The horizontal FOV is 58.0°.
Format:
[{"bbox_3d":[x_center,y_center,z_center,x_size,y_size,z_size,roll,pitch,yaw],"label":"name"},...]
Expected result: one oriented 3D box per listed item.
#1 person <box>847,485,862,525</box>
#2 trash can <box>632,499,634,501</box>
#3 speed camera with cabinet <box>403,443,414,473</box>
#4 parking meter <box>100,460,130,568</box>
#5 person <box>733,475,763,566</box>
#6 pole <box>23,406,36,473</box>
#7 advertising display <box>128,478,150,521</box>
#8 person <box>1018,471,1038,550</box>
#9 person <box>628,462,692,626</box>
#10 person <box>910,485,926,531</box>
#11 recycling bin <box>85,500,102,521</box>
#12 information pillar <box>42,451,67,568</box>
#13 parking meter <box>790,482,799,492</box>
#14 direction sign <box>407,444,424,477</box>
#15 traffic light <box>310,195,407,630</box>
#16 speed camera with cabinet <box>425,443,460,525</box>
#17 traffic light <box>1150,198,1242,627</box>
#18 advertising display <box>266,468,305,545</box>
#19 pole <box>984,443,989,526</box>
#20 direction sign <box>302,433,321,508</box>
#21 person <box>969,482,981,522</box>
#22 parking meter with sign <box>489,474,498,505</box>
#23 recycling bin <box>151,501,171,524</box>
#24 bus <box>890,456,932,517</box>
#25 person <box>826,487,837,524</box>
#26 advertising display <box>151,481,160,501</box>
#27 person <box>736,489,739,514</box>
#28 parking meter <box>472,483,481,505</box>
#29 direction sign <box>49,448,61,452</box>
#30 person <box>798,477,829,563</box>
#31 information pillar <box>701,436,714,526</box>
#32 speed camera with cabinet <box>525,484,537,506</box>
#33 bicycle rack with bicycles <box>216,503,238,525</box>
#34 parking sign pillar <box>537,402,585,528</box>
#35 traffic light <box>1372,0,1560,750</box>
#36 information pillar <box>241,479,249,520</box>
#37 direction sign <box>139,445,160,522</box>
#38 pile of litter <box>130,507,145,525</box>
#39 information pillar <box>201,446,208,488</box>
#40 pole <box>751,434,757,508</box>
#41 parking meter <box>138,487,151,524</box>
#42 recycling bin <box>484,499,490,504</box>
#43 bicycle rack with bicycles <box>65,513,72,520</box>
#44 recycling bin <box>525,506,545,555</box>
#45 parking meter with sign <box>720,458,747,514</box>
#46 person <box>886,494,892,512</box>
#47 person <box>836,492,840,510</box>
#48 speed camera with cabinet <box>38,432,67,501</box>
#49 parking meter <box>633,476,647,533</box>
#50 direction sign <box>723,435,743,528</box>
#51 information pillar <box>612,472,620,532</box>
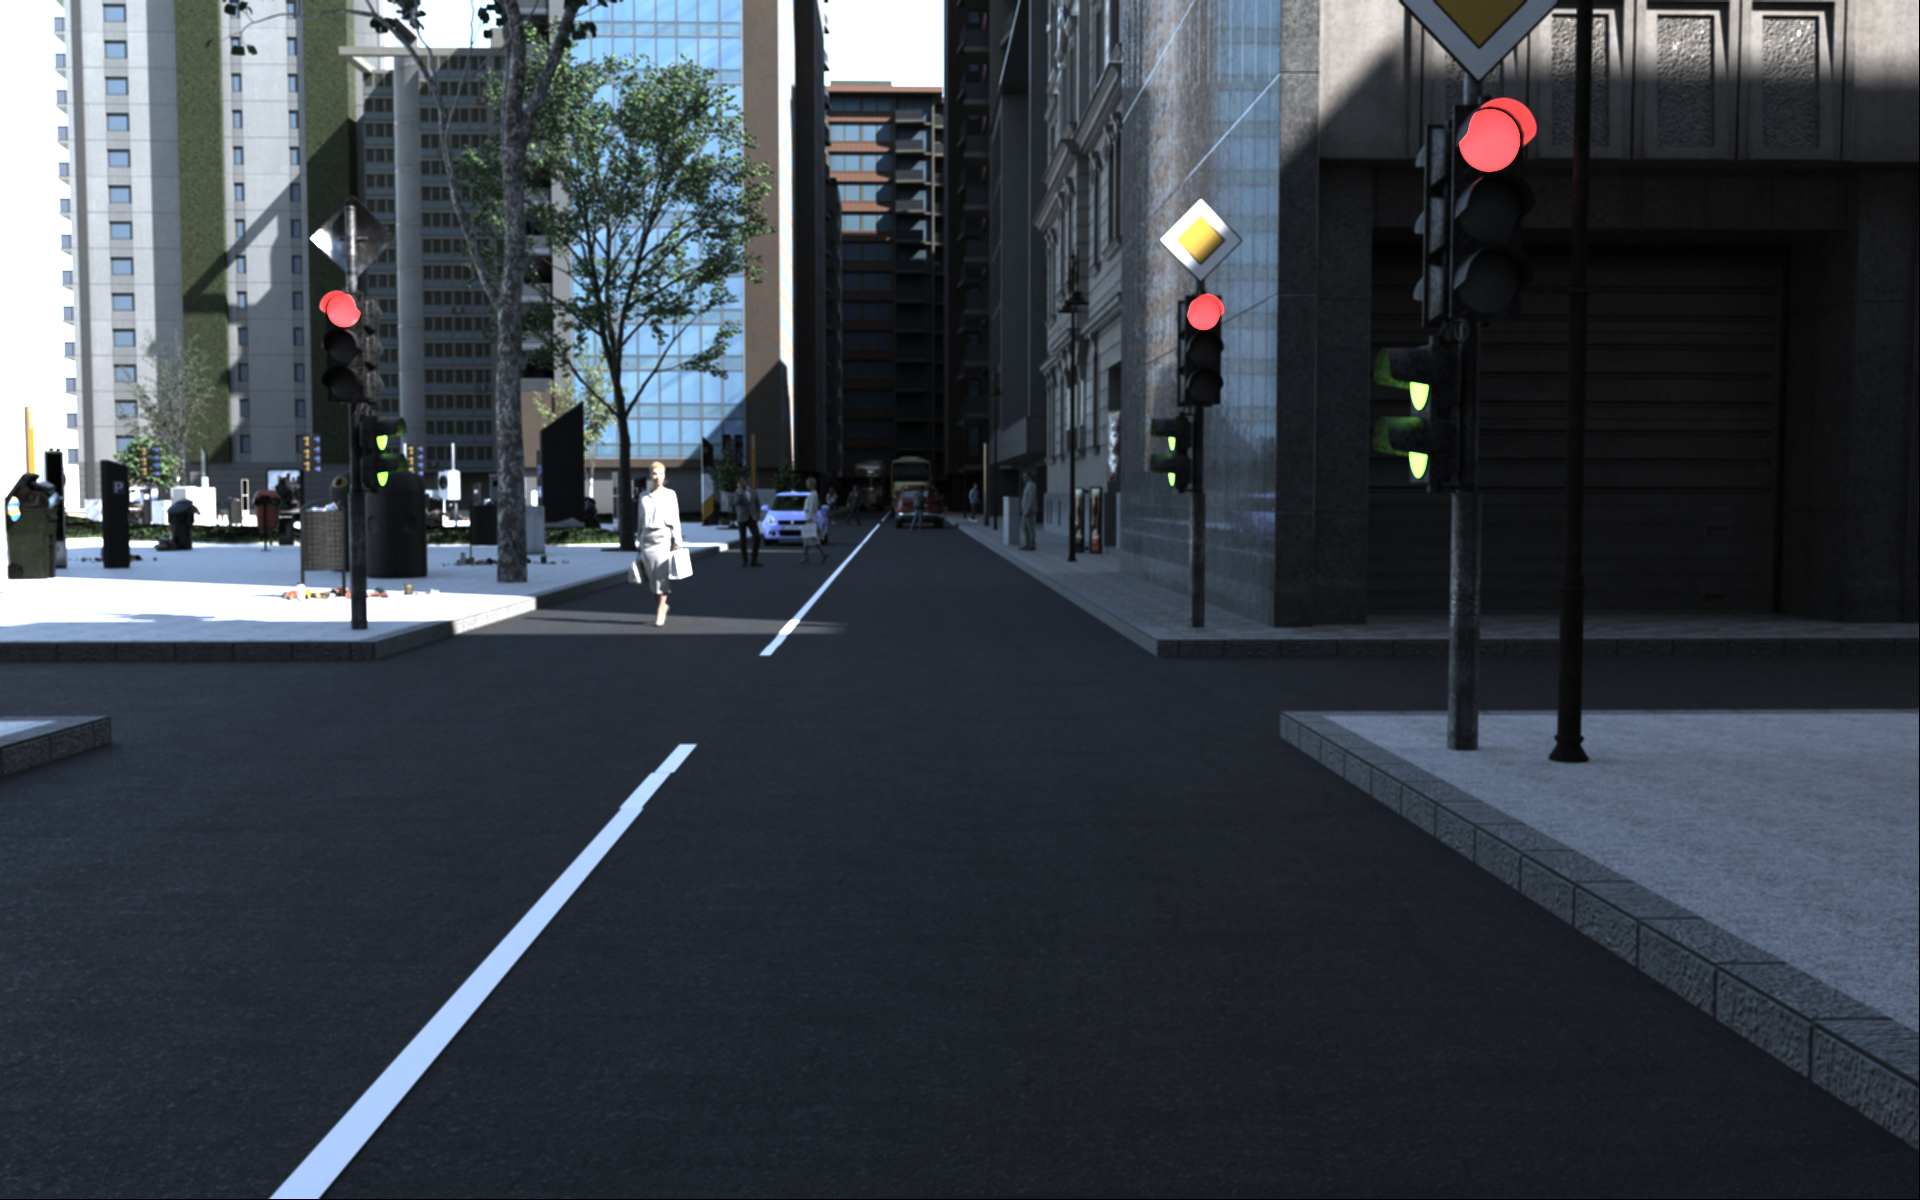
[{"bbox_3d":[-4.889,-4.363,79.747,0.836,1.842,0.656,2,4,29],"label":"person"},{"bbox_3d":[-11.694,-3.081,62.028,0.748,1.137,0.748,0,3,0],"label":"trash can"},{"bbox_3d":[-22.353,-4.475,67.496,2.038,3.252,0.660,0,4,3],"label":"speed camera with cabinet"},{"bbox_3d":[-14.649,-1.489,30.062,0.255,1.863,0.399,2,4,34],"label":"parking meter"},{"bbox_3d":[-4.216,-1.576,34.446,0.592,1.802,0.473,0,4,-7],"label":"person"},{"bbox_3d":[-21.529,-2.831,40.129,0.158,3.312,0.155,0,3,0],"label":"pole"},{"bbox_3d":[-32.201,-3.809,67.493,0.974,1.923,0.123,-1,4,-21],"label":"advertising display"},{"bbox_3d":[1.576,-2.037,39.455,0.391,1.810,0.635,-1,4,-10],"label":"person"},{"bbox_3d":[-3.267,-0.620,18.997,0.694,1.780,0.624,2,4,26],"label":"person"},{"bbox_3d":[-1.563,-3.522,66.434,0.623,1.781,0.721,3,5,45],"label":"person"},{"bbox_3d":[-40.049,-4.144,80.302,0.722,1.027,0.722,0,4,1],"label":"recycling bin"},{"bbox_3d":[-15.657,-1.558,29.958,0.304,2.012,0.304,-2,4,-32],"label":"information pillar"},{"bbox_3d":[-7.949,-4.745,83.286,0.399,1.863,0.255,2,4,29],"label":"parking meter"},{"bbox_3d":[-24.735,-5.304,78.718,0.379,3.537,0.876,2,4,34],"label":"direction sign"},{"bbox_3d":[-5.692,-1.677,16.340,0.839,4.253,0.868,0,4,-2],"label":"traffic light"},{"bbox_3d":[-20.310,-4.478,67.547,2.038,3.252,0.660,3,5,40],"label":"speed camera with cabinet"},{"bbox_3d":[2.265,-1.693,16.606,0.839,4.253,0.868,0,4,-2],"label":"traffic light"},{"bbox_3d":[-16.841,-2.326,43.247,0.974,1.923,0.123,1,4,10],"label":"advertising display"},{"bbox_3d":[1.057,-4.611,69.228,0.158,3.312,0.155,0,3,0],"label":"pole"},{"bbox_3d":[-24.315,-4.466,65.009,0.379,3.537,0.876,2,4,24],"label":"direction sign"},{"bbox_3d":[0.639,-4.568,80.747,0.620,1.820,0.660,2,4,30],"label":"person"},{"bbox_3d":[-17.387,-4.225,65.332,1.738,3.016,0.543,-1,4,-13],"label":"parking meter with sign"},{"bbox_3d":[-30.661,-3.320,66.834,0.722,1.027,0.722,2,4,29],"label":"recycling bin"},{"bbox_3d":[-3.171,-7.393,112.429,2.896,3.916,12.252,0,4,-2],"label":"bus"},{"bbox_3d":[-6.312,-4.585,84.060,0.593,1.750,0.643,-3,4,-39],"label":"person"},{"bbox_3d":[-39.907,-4.896,85.263,0.974,1.923,0.123,0,4,-3],"label":"advertising display"},{"bbox_3d":[-11.433,-5.027,88.428,0.606,1.804,0.583,3,4,38],"label":"person"},{"bbox_3d":[-24.418,-5.001,87.485,0.399,1.863,0.255,0,4,2],"label":"parking meter"},{"bbox_3d":[-44.185,-5.667,84.649,0.379,3.537,0.876,0,4,7],"label":"direction sign"},{"bbox_3d":[-3.049,-1.661,36.009,0.624,1.780,0.694,0,4,8],"label":"person"},{"bbox_3d":[-10.243,-4.823,70.211,0.504,3.616,0.183,-2,4,-30],"label":"information pillar"},{"bbox_3d":[-21.574,-5.679,87.187,2.038,3.252,0.660,0,4,-1],"label":"speed camera with cabinet"},{"bbox_3d":[-30.495,-3.460,69.956,2.852,0.926,2.925,-2,4,-28],"label":"bicycle rack with bicycles"},{"bbox_3d":[-11.630,-3.789,50.429,1.447,3.967,1.447,-3,4,-36],"label":"parking sign pillar"},{"bbox_3d":[2.517,-1.205,8.625,0.839,4.253,0.868,0,4,-2],"label":"traffic light"},{"bbox_3d":[-35.934,-5.051,87.074,0.304,2.012,0.304,-1,4,-20],"label":"information pillar"},{"bbox_3d":[-37.428,-5.386,80.050,0.876,3.537,0.379,-1,4,-18],"label":"direction sign"},{"bbox_3d":[-27.816,-2.696,58.041,1.176,0.858,1.719,-2,4,-32],"label":"pile of litter"},{"bbox_3d":[-36.994,-5.717,84.827,0.504,3.616,0.183,3,5,41],"label":"information pillar"},{"bbox_3d":[-7.009,-3.979,58.895,0.158,3.312,0.155,0,3,0],"label":"pole"},{"bbox_3d":[-28.991,-3.253,61.598,0.372,1.533,0.369,0,3,0],"label":"parking meter"},{"bbox_3d":[-23.518,-4.568,87.235,0.722,1.027,0.722,-2,4,-30],"label":"recycling bin"},{"bbox_3d":[-32.622,-2.887,60.592,2.925,0.926,2.852,-1,4,-10],"label":"bicycle rack with bicycles"},{"bbox_3d":[-9.367,-1.495,37.004,0.722,1.027,0.722,2,4,30],"label":"recycling bin"},{"bbox_3d":[-11.367,-5.434,85.106,1.738,3.016,0.543,2,4,25],"label":"parking meter with sign"},{"bbox_3d":[-5.199,-7.723,135.493,1.217,1.735,0.721,1,4,15],"label":"person"},{"bbox_3d":[-9.731,-7.867,137.932,0.557,1.426,1.065,-1,4,-14],"label":"person"},{"bbox_3d":[-29.108,-3.699,54.807,0.660,3.252,2.038,0,4,4],"label":"speed camera with cabinet"},{"bbox_3d":[-10.522,-3.136,56.983,0.255,1.863,0.399,2,4,33],"label":"parking meter"},{"bbox_3d":[-8.681,-4.540,66.218,0.876,3.537,0.379,-3,5,-39],"label":"direction sign"},{"bbox_3d":[-11.414,-3.270,57.957,0.304,2.012,0.304,3,5,43],"label":"information pillar"}]
